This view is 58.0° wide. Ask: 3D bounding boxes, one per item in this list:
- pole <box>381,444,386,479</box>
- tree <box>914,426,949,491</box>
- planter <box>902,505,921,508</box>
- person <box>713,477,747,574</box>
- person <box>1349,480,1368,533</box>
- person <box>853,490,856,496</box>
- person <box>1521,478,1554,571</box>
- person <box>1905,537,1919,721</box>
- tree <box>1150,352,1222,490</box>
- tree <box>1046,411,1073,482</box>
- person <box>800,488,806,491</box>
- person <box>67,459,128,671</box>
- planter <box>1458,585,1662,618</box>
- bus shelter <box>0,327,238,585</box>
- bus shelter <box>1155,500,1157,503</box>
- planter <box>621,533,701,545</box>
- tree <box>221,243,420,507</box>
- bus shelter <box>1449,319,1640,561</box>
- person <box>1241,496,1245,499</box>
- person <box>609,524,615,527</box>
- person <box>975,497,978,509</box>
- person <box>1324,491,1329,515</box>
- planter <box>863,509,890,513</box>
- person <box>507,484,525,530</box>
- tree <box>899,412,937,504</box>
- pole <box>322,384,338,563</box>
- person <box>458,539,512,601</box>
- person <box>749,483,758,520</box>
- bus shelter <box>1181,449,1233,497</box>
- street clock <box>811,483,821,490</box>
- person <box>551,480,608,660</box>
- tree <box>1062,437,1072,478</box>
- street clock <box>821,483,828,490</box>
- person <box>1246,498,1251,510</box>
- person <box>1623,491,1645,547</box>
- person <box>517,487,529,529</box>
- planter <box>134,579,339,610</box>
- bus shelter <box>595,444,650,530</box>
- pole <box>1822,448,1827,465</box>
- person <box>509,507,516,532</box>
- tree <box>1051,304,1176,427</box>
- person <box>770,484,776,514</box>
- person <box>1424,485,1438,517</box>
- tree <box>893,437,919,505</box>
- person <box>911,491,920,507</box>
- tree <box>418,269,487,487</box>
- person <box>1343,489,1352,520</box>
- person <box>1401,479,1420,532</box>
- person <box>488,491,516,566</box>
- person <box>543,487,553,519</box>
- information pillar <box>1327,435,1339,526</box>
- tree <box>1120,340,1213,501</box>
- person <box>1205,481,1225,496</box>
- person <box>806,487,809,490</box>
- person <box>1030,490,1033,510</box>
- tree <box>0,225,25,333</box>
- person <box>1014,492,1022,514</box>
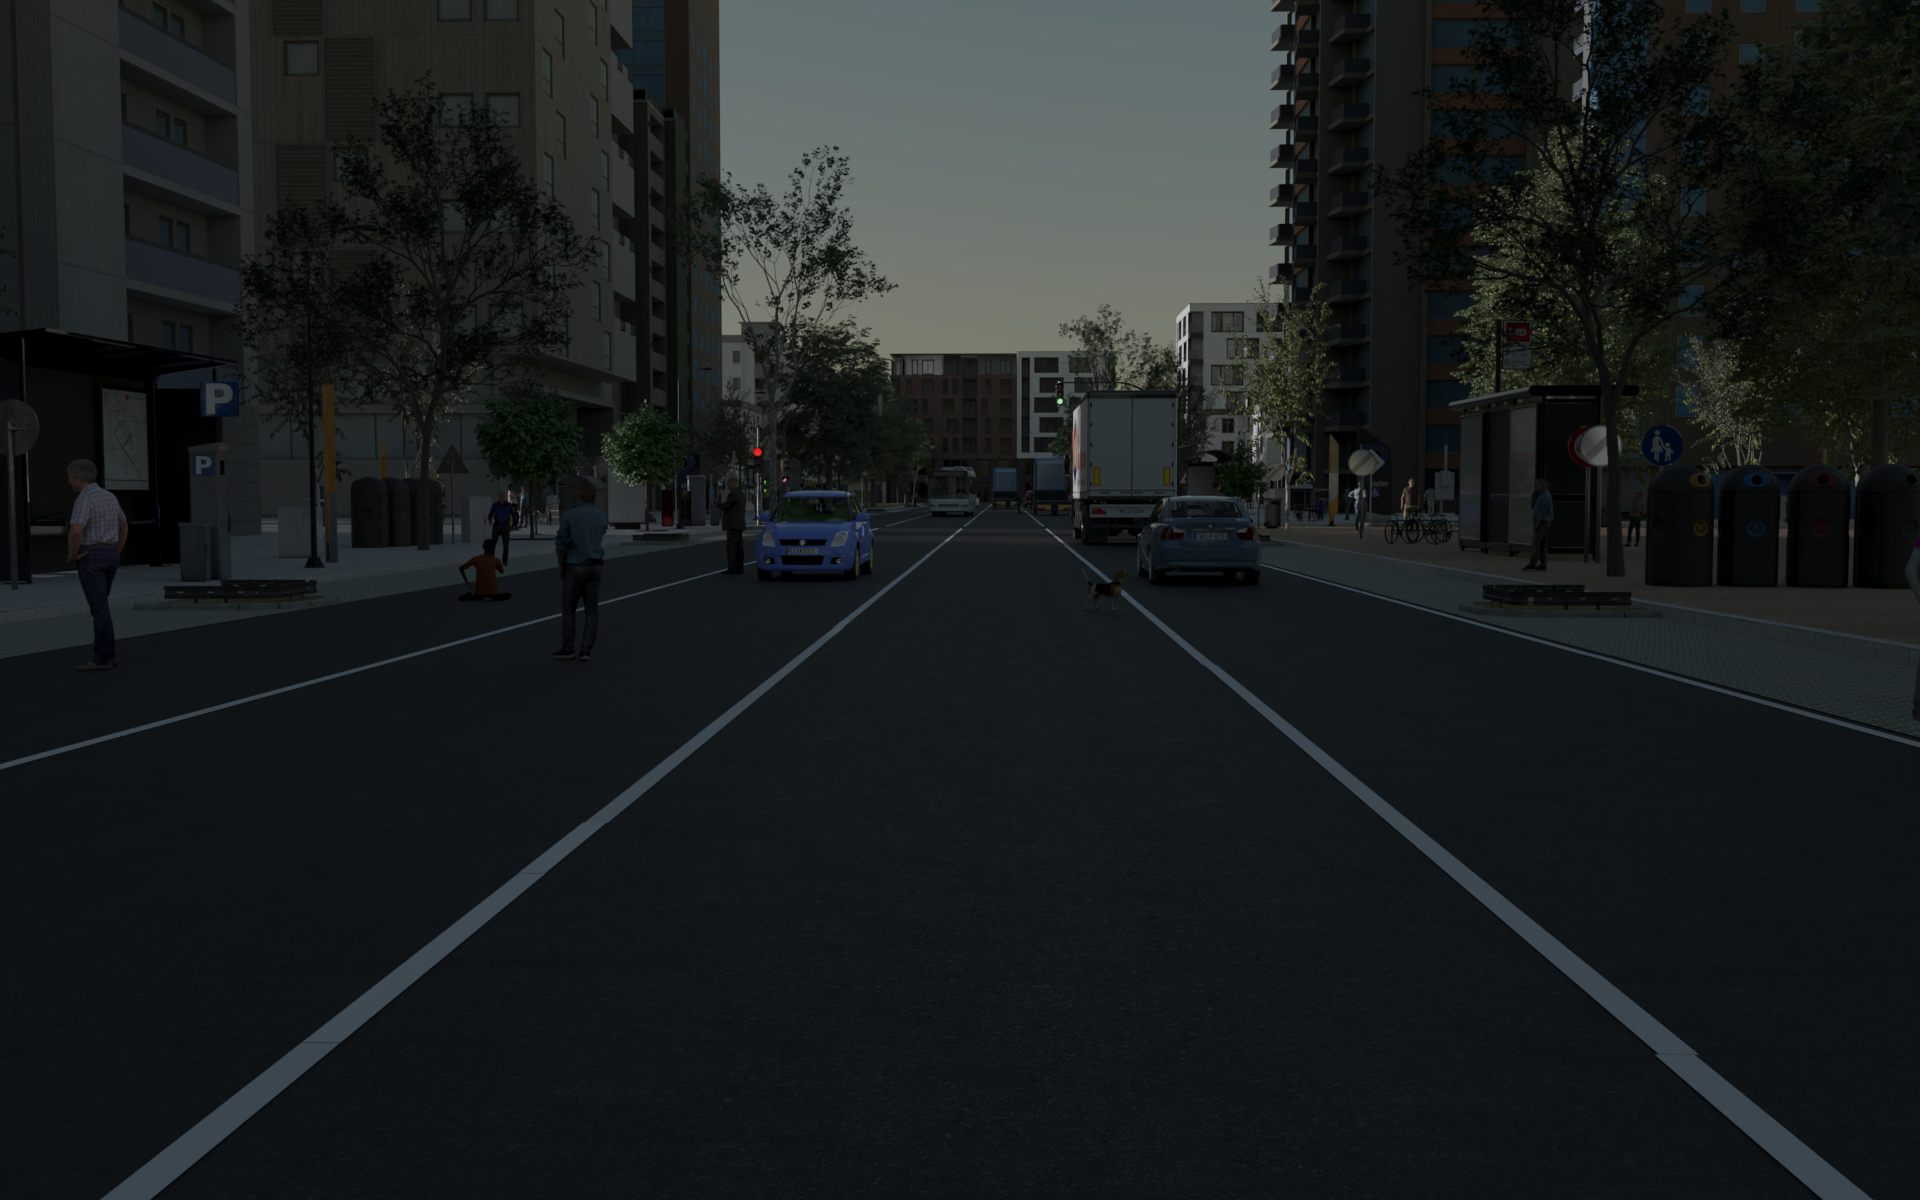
[{"bbox_3d":[-23.254,-4.653,69.915,0.158,3.312,0.155,0,3,0],"label":"pole"},{"bbox_3d":[-5.891,-17.916,227.343,8.767,10.594,7.601,-3,5,-44],"label":"tree"},{"bbox_3d":[-5.042,-9.733,180.274,1.991,0.319,1.994,0,4,1],"label":"planter"},{"bbox_3d":[-4.130,-1.345,31.179,0.600,1.739,0.565,-1,4,-16],"label":"person"},{"bbox_3d":[13.241,-3.090,57.289,0.376,1.734,0.841,-1,4,-23],"label":"person"},{"bbox_3d":[-9.133,-8.523,146.847,0.517,1.644,0.566,-2,4,-35],"label":"person"},{"bbox_3d":[9.615,-1.251,28.713,0.429,1.552,0.499,3,5,43],"label":"person"},{"bbox_3d":[6.208,0.063,10.712,0.726,1.435,0.776,-1,4,-10],"label":"person"},{"bbox_3d":[11.469,-8.558,90.286,4.360,8.622,3.978,0,3,0],"label":"tree"},{"bbox_3d":[15.708,-19.154,230.182,9.611,12.733,9.660,0,3,0],"label":"tree"},{"bbox_3d":[-5.096,-2.884,57.123,0.415,1.643,0.593,2,4,25],"label":"person"},{"bbox_3d":[-7.074,-0.284,14.075,0.436,1.711,0.756,1,4,12],"label":"person"},{"bbox_3d":[7.110,0.015,20.892,1.991,0.319,1.994,0,4,1],"label":"planter"},{"bbox_3d":[-13.670,-2.221,27.599,1.731,3.624,6.357,0,4,2],"label":"bus shelter"},{"bbox_3d":[13.901,-7.949,121.246,1.731,3.624,6.357,0,4,1],"label":"bus shelter"},{"bbox_3d":[-8.431,-1.711,49.123,1.991,0.319,1.994,0,4,1],"label":"planter"},{"bbox_3d":[-18.933,-6.120,50.425,4.360,8.622,3.978,0,3,0],"label":"tree"},{"bbox_3d":[12.068,-3.662,37.498,2.179,5.291,8.768,0,4,1],"label":"bus shelter"},{"bbox_3d":[20.732,-7.238,126.649,0.482,1.546,0.388,-2,4,-32],"label":"person"},{"bbox_3d":[-13.602,-3.758,68.284,0.445,1.727,0.742,-3,4,-36],"label":"person"},{"bbox_3d":[1.285,-9.667,166.493,0.705,1.831,1.348,-3,4,-37],"label":"person"},{"bbox_3d":[22.708,-6.068,107.629,0.453,1.535,0.546,-2,4,-24],"label":"person"},{"bbox_3d":[-6.330,-6.689,130.512,1.991,0.319,1.994,0,4,1],"label":"planter"},{"bbox_3d":[-15.651,-3.278,61.103,0.566,1.644,0.517,2,4,32],"label":"person"},{"bbox_3d":[-6.920,-17.732,215.671,9.928,11.665,9.643,0,3,0],"label":"tree"},{"bbox_3d":[-11.762,-2.353,32.319,0.158,3.312,0.155,0,3,0],"label":"pole"},{"bbox_3d":[-6.423,-0.406,23.425,0.859,0.850,0.655,0,4,-7],"label":"person"},{"bbox_3d":[-10.007,-4.783,84.113,0.599,1.838,0.709,1,4,10],"label":"person"},{"bbox_3d":[11.657,-5.343,81.277,2.014,3.302,5.546,0,4,1],"label":"bus shelter"},{"bbox_3d":[-9.188,-6.417,109.486,0.471,2.002,0.358,0,4,-3],"label":"street clock"},{"bbox_3d":[-3.286,-0.258,14.928,0.499,1.552,0.429,-1,4,-11],"label":"person"},{"bbox_3d":[15.061,-16.616,222.027,4.360,8.622,3.978,0,3,0],"label":"tree"},{"bbox_3d":[-8.960,-6.687,113.899,0.471,2.002,0.358,-2,4,-31],"label":"street clock"},{"bbox_3d":[23.317,-8.098,139.899,0.566,1.644,0.517,-3,5,-43],"label":"person"},{"bbox_3d":[16.421,-1.973,42.217,0.435,1.345,0.340,-2,4,-23],"label":"person"},{"bbox_3d":[-16.187,-3.424,64.230,0.429,1.552,0.499,2,4,33],"label":"person"},{"bbox_3d":[-9.122,-0.064,22.188,1.991,0.319,1.994,0,4,1],"label":"planter"},{"bbox_3d":[-12.041,-4.354,65.116,2.014,3.302,5.546,0,4,2],"label":"bus shelter"},{"bbox_3d":[38.560,-5.103,77.278,0.158,3.312,0.155,0,3,0],"label":"pole"},{"bbox_3d":[-15.439,-2.754,58.987,0.695,0.859,0.347,2,4,29],"label":"person"},{"bbox_3d":[15.165,-19.232,170.337,12.611,20.169,13.585,0,3,0],"label":"tree"},{"bbox_3d":[-9.795,-5.155,90.461,0.434,1.807,0.598,1,4,9],"label":"person"},{"bbox_3d":[25.931,-5.444,95.193,0.875,1.805,0.789,1,4,20],"label":"person"},{"bbox_3d":[-7.059,-15.178,198.525,4.737,8.622,4.395,0,3,0],"label":"tree"},{"bbox_3d":[-4.928,-11.164,191.040,1.348,1.823,0.705,-3,5,-45],"label":"person"},{"bbox_3d":[-17.671,-6.465,56.071,4.360,8.622,3.978,0,3,0],"label":"tree"},{"bbox_3d":[18.957,-4.675,84.689,0.429,1.552,0.499,0,4,5],"label":"person"},{"bbox_3d":[15.387,-3.244,59.213,0.598,1.807,0.434,2,4,28],"label":"person"},{"bbox_3d":[-9.164,-1.416,34.339,0.574,1.496,0.600,1,4,13],"label":"person"},{"bbox_3d":[-19.590,-4.678,82.654,0.598,1.807,0.434,2,4,30],"label":"person"},{"bbox_3d":[14.815,-4.731,68.709,0.504,3.616,0.183,-3,5,-40],"label":"information pillar"},{"bbox_3d":[11.887,-10.417,104.734,7.601,10.594,8.767,1,4,18],"label":"tree"},{"bbox_3d":[6.281,-2.015,41.980,0.617,1.759,0.750,3,5,43],"label":"person"},{"bbox_3d":[-9.271,-6.052,105.703,0.576,1.737,0.504,-1,4,-14],"label":"person"},{"bbox_3d":[6.577,-9.023,156.477,0.568,1.767,0.683,-1,4,-23],"label":"person"},{"bbox_3d":[-18.976,-4.901,30.494,4.360,8.622,3.978,0,3,0],"label":"tree"},{"bbox_3d":[4.249,-7.050,125.631,0.662,1.594,0.647,2,4,34],"label":"person"}]
